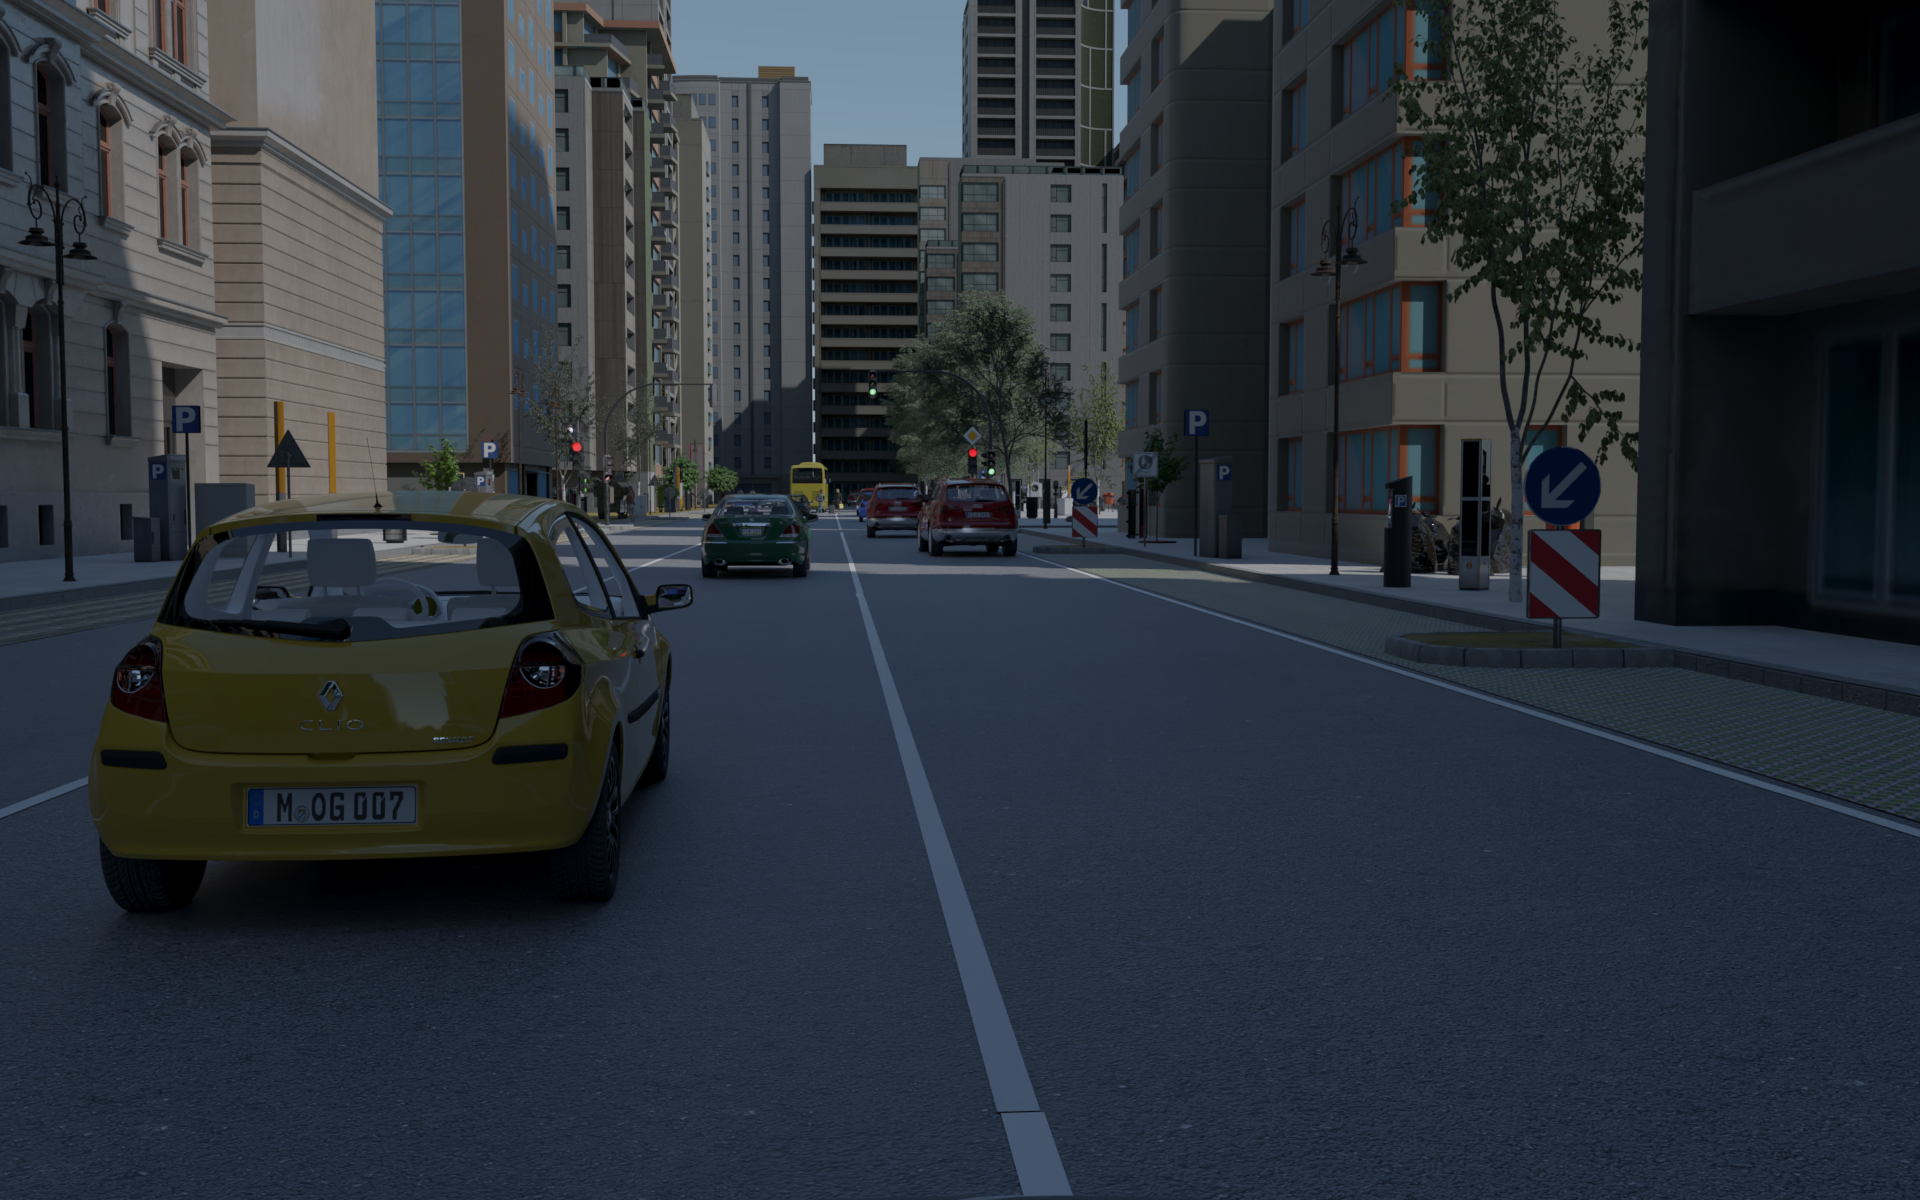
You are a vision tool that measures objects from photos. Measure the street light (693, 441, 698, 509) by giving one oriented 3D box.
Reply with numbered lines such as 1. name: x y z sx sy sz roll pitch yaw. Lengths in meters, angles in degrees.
1. street light: -22.034 -10.479 144.124 0.468 5.910 1.993 0 4 -4

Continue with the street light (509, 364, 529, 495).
1. street light: -15.689 -5.441 61.754 0.468 5.910 1.993 0 4 -4

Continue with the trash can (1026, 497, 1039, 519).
1. trash can: 3.764 -4.817 90.411 0.748 1.137 0.748 0 3 0

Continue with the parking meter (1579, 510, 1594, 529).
1. parking meter: 10.693 -1.468 29.711 0.255 1.863 0.399 3 5 44

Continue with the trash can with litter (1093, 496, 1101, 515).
1. trash can with litter: 8.456 -5.889 107.668 0.624 1.170 1.055 0 4 5

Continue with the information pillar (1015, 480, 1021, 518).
1. information pillar: 3.049 -5.300 91.143 0.304 2.012 0.304 0 4 7

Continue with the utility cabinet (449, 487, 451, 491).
1. utility cabinet: -14.498 -2.521 49.903 0.318 1.500 1.173 -1 4 -9

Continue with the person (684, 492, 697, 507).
1. person: -26.264 -9.947 168.634 1.348 1.831 0.705 -2 4 -33

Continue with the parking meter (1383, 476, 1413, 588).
1. parking meter: 6.039 -0.946 23.880 0.372 1.533 0.369 0 3 0

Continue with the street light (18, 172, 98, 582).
1. street light: -13.088 -3.210 25.277 0.468 5.910 1.993 0 4 -4

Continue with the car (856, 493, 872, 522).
1. car: -4.409 -4.905 89.786 1.945 1.707 3.694 0 4 -4

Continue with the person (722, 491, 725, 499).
1. person: -28.666 -12.474 209.936 0.705 1.831 1.348 -2 4 -26

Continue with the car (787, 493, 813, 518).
1. car: -9.534 -5.548 100.488 2.009 1.686 4.222 0 4 -3

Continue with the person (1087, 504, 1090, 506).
1. person: 7.128 -5.702 99.448 0.709 1.800 0.728 -1 4 -16

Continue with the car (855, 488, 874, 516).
1. car: -5.888 -6.537 115.557 2.281 1.827 5.304 0 4 -3

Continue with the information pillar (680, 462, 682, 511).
1. information pillar: -20.714 -8.394 128.593 0.183 3.616 0.504 0 4 2

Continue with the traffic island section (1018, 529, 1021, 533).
1. traffic island section: 1.137 -2.555 64.057 2.009 0.180 2.903 0 4 -4

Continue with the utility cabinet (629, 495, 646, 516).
1. utility cabinet: -18.813 -5.500 101.086 1.020 1.237 0.306 -3 5 -40

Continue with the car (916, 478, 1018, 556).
1. car: 0.137 -2.008 41.501 2.281 1.827 5.304 0 4 -6

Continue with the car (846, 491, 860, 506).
1. car: -12.111 -11.833 202.142 2.281 1.827 5.304 0 4 -4

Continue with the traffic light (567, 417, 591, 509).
1. traffic light: -13.822 -4.519 62.805 0.839 4.253 0.868 0 4 -4

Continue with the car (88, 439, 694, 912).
1. car: -2.192 0.171 7.435 2.015 1.641 3.980 0 4 -6

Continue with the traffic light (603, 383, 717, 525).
1. traffic light: -12.342 -5.889 70.959 4.771 5.953 1.251 0 4 -4

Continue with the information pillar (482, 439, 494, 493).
1. information pillar: -19.981 -5.021 73.449 0.504 3.616 0.183 -1 4 -15

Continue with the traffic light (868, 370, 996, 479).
1. traffic light: -0.983 -5.442 63.642 4.771 5.953 1.251 0 4 -4

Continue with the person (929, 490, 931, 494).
1. person: -3.154 -10.704 181.765 1.217 1.736 0.721 2 4 28

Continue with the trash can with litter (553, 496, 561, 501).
1. trash can with litter: -22.753 -5.337 98.640 1.055 1.170 0.624 -2 4 -34

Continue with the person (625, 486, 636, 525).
1. person: -15.389 -4.435 80.986 0.573 1.828 0.580 -2 4 -27

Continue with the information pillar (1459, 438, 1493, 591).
1. information pillar: 6.856 -1.134 23.039 0.304 2.012 0.304 3 5 44

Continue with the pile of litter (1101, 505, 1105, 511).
1. pile of litter: 9.978 -6.964 127.818 1.719 0.858 1.176 0 4 -7

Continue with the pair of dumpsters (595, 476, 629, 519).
1. pair of dumpsters: -17.992 -5.347 89.920 1.574 2.255 4.437 0 4 -4

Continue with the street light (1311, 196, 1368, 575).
1. street light: 5.931 -3.332 27.266 0.468 5.910 1.993 0 4 -4

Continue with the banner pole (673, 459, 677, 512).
1. banner pole: -20.167 -8.105 122.528 0.401 3.779 0.863 -2 4 -23

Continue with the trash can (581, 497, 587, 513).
1. trash can: -21.436 -5.290 98.144 0.748 1.137 0.748 0 3 0

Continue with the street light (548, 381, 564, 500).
1. street light: -16.545 -6.010 71.048 0.468 5.910 1.993 0 4 -4

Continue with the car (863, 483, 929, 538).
1. car: -2.133 -3.039 58.363 2.281 1.827 5.304 0 4 -3

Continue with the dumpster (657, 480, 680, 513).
1. dumpster: -20.249 -7.188 120.015 1.502 2.255 1.985 0 4 -4

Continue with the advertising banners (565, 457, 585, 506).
1. advertising banners: -17.575 -5.065 78.995 0.090 3.025 2.074 1 4 16

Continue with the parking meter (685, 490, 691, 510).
1. parking meter: -21.736 -8.108 138.283 0.255 1.863 0.399 3 4 38

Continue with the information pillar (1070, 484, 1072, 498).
1. information pillar: 7.964 -7.341 124.512 0.304 2.012 0.304 -2 4 -34

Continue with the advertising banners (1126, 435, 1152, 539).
1. advertising banners: 5.342 -3.325 50.560 0.090 3.025 2.074 2 4 31

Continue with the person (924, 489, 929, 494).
1. person: -3.299 -9.755 166.094 0.434 1.755 0.990 3 5 42

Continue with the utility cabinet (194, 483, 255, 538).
1. utility cabinet: -14.729 -1.595 34.749 1.173 1.500 0.318 1 4 13

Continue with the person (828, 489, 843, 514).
1. person: -8.829 -7.008 123.299 0.699 1.804 1.509 -1 4 -22

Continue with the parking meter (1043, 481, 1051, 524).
1. parking meter: 3.743 -4.225 74.783 0.255 1.863 0.399 -1 4 -15

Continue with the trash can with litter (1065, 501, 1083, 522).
1. trash can with litter: 5.224 -4.143 79.132 0.624 1.170 1.055 -3 5 -44

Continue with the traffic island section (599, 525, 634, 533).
1. traffic island section: -14.462 -2.974 70.900 2.009 0.180 2.903 0 4 -4

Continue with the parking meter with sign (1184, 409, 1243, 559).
1. parking meter with sign: 5.154 -2.367 34.964 0.543 3.016 1.738 -1 4 -20

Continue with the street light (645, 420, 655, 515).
1. street light: -19.252 -8.240 107.517 0.468 5.910 1.993 0 4 -4

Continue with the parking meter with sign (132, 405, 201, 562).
1. parking meter with sign: -15.258 -2.264 33.278 0.543 3.016 1.738 0 4 4

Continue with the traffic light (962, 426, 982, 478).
1. traffic light: 0.496 -5.075 71.903 0.839 4.253 0.868 0 4 -4

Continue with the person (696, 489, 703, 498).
1. person: -25.860 -10.247 173.570 1.348 1.826 0.705 -3 5 -42

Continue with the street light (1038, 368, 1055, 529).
1. street light: 3.153 -5.562 63.729 0.468 5.910 1.993 0 4 -4

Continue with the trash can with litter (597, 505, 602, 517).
1. trash can with litter: -19.761 -5.193 96.290 0.624 1.170 1.055 -3 4 -37

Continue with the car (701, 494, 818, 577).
1. car: -3.631 -1.189 31.245 2.131 1.459 4.920 0 4 -4

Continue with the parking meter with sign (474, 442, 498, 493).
1. parking meter with sign: -15.712 -3.717 57.041 0.543 3.016 1.738 0 4 2

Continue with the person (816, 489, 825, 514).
1. person: -10.161 -7.181 126.251 0.721 1.781 0.623 0 4 -8

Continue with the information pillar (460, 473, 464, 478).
1. information pillar: -17.342 -3.393 59.966 0.304 2.012 0.304 -2 4 -34

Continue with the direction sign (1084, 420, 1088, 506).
1. direction sign: 3.866 -3.745 53.229 0.379 3.537 0.876 1 4 9

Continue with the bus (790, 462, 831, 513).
1. bus: -11.529 -8.675 133.375 2.896 3.916 12.252 0 4 -3
